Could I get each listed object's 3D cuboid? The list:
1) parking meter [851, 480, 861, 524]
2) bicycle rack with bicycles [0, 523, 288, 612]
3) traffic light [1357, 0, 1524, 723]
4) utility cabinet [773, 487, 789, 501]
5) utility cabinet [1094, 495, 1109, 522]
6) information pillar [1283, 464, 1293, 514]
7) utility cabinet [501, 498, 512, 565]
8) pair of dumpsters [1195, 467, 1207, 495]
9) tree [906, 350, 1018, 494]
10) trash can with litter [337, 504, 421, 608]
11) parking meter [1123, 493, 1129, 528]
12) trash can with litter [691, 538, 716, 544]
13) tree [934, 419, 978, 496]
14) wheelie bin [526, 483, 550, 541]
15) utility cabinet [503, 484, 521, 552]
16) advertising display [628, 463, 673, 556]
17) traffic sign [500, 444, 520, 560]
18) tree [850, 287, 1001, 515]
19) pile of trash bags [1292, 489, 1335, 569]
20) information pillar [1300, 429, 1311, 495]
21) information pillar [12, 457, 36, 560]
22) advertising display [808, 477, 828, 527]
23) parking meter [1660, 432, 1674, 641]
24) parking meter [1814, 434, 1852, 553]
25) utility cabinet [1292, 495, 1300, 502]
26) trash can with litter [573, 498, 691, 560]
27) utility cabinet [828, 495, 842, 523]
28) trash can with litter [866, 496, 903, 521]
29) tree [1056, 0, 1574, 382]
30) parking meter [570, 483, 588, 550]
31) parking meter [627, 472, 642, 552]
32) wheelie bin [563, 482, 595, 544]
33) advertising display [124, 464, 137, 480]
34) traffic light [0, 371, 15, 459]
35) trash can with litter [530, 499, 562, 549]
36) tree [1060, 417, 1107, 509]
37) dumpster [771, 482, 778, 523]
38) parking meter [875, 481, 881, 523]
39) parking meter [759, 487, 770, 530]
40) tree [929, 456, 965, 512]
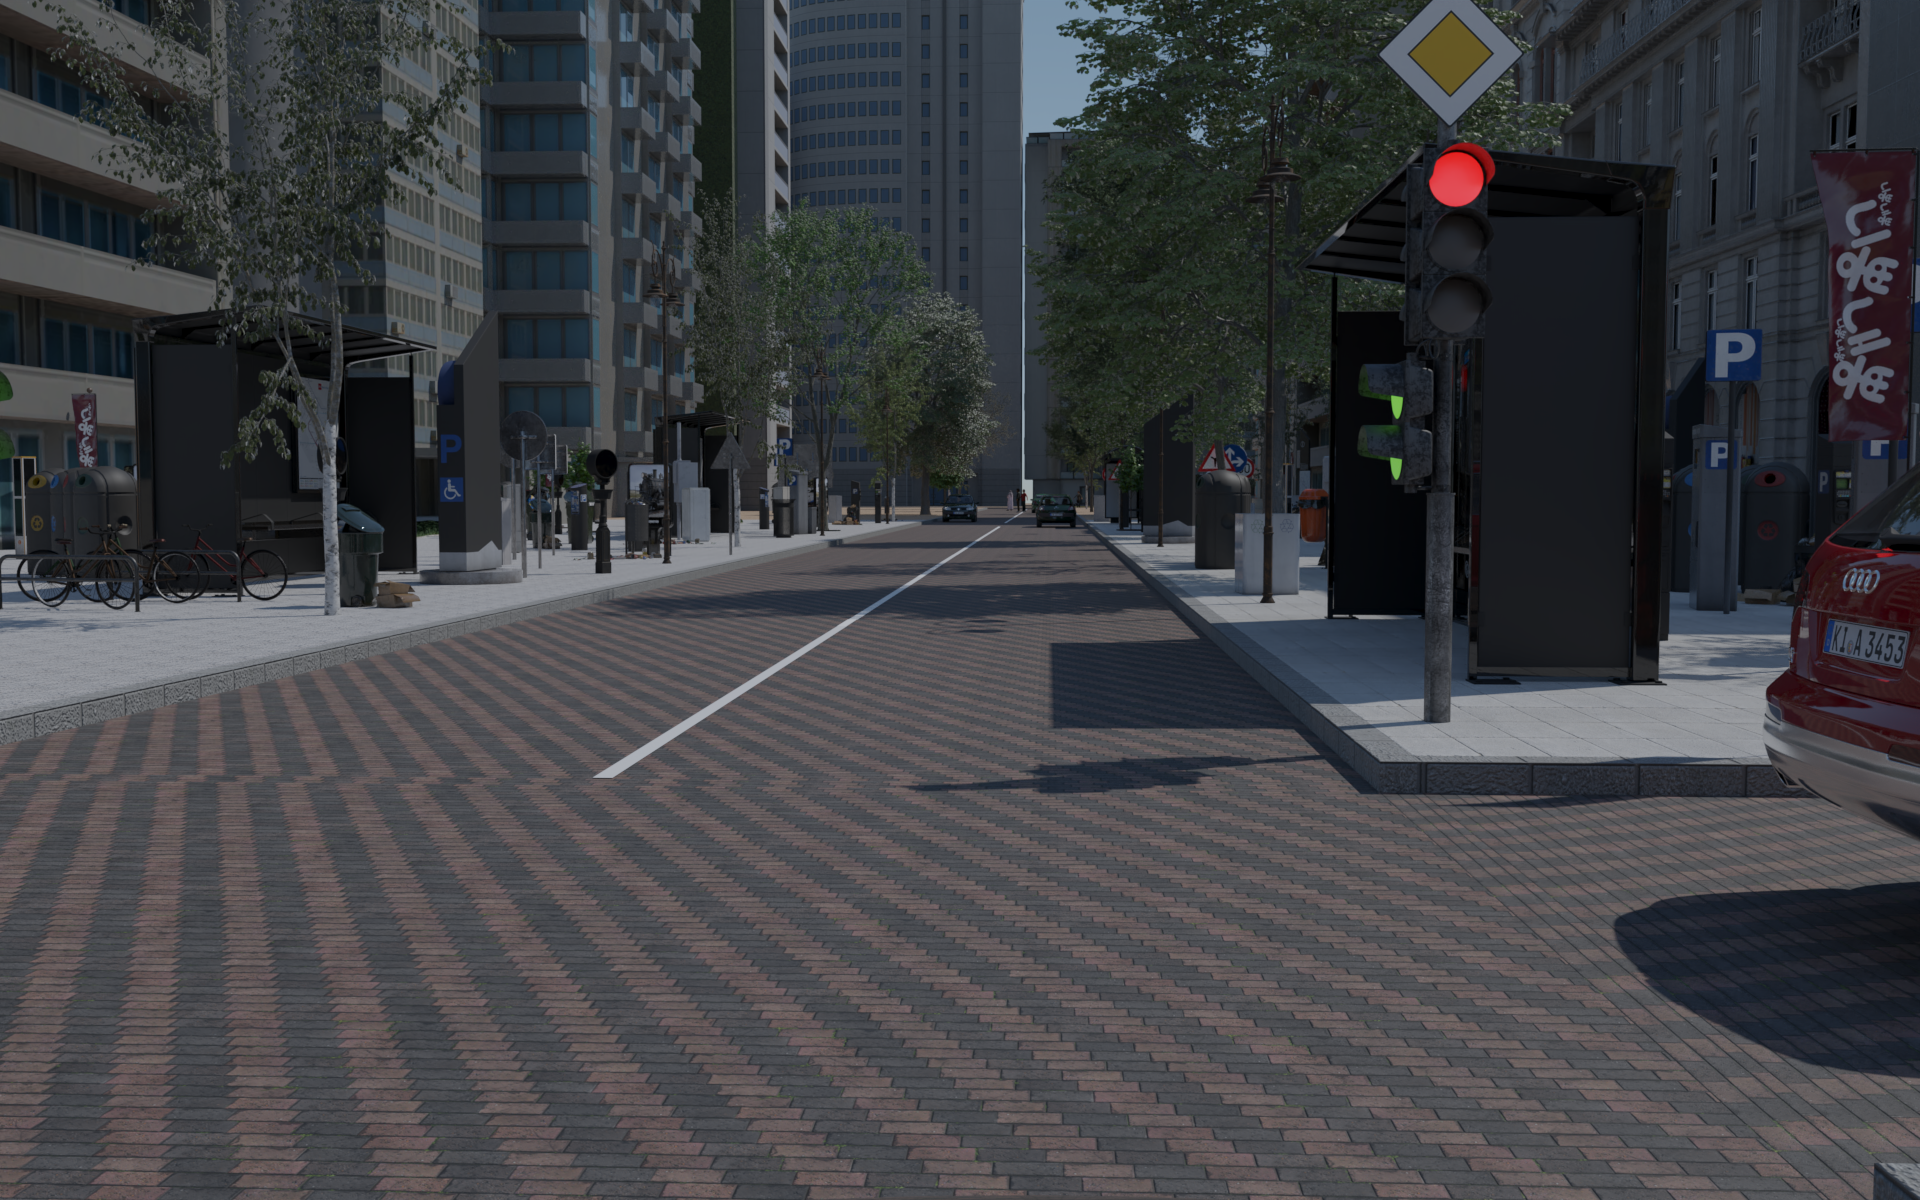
[{"bbox_3d":[-4.399,-4.131,73.259,0.399,1.863,0.255,0,4,6],"label":"parking meter"},{"bbox_3d":[-9.732,-0.407,20.034,2.925,0.926,2.852,1,4,14],"label":"bicycle rack with bicycles"},{"bbox_3d":[2.673,-1.268,9.658,0.839,4.253,0.868,0,4,3],"label":"traffic light"},{"bbox_3d":[-5.403,-2.669,52.316,0.318,1.500,1.173,0,4,4],"label":"utility cabinet"},{"bbox_3d":[6.689,-4.211,80.009,1.020,1.237,0.306,2,4,35],"label":"utility cabinet"},{"bbox_3d":[7.827,-2.286,41.872,0.304,2.012,0.304,3,4,38],"label":"information pillar"},{"bbox_3d":[-8.660,-1.246,31.526,1.020,1.237,0.306,2,4,23],"label":"utility cabinet"},{"bbox_3d":[8.633,-3.746,63.744,1.574,2.255,4.437,0,4,3],"label":"pair of dumpsters"},{"bbox_3d":[0.026,-14.474,147.022,12.009,13.543,11.850,0,3,0],"label":"tree"},{"bbox_3d":[-6.655,-0.511,19.744,1.055,1.170,0.624,1,4,18],"label":"trash can with litter"},{"bbox_3d":[6.349,-3.715,66.449,0.255,1.863,0.399,1,4,9],"label":"parking meter"},{"bbox_3d":[-7.397,-2.038,44.381,2.233,1.210,1.678,0,4,4],"label":"trash can with litter"},{"bbox_3d":[-0.662,-11.057,131.138,4.360,8.622,3.978,0,3,0],"label":"tree"},{"bbox_3d":[-11.734,-2.458,48.094,0.693,1.594,0.980,-1,4,-13],"label":"wheelie bin"},{"bbox_3d":[-9.866,-1.801,38.127,0.318,1.500,1.173,-1,4,-18],"label":"utility cabinet"},{"bbox_3d":[-6.427,-1.883,35.999,0.974,1.923,0.123,1,4,16],"label":"advertising display"},{"bbox_3d":[-8.699,-2.057,33.739,0.768,2.556,0.104,1,4,9],"label":"traffic sign"},{"bbox_3d":[-2.100,-12.277,107.382,9.857,13.997,8.962,0,3,0],"label":"tree"},{"bbox_3d":[7.186,-1.287,30.796,3.447,1.369,1.912,-3,5,-41],"label":"pile of trash bags"},{"bbox_3d":[12.320,-4.316,61.918,0.183,3.616,0.504,-2,4,-29],"label":"information pillar"},{"bbox_3d":[-18.365,-1.807,34.037,0.304,2.012,0.304,2,4,28],"label":"information pillar"},{"bbox_3d":[-5.693,-3.785,67.106,0.974,1.923,0.123,0,4,1],"label":"advertising display"},{"bbox_3d":[6.077,-0.582,15.233,0.255,1.863,0.399,0,4,5],"label":"parking meter"},{"bbox_3d":[8.466,-0.674,16.736,0.255,1.863,0.399,0,4,1],"label":"parking meter"},{"bbox_3d":[15.236,-4.106,78.294,1.020,1.237,0.306,0,4,1],"label":"utility cabinet"},{"bbox_3d":[-6.809,-1.427,34.397,2.233,1.210,1.678,-3,5,-43],"label":"trash can with litter"},{"bbox_3d":[-5.553,-4.036,77.151,0.306,1.237,1.020,-2,4,-23],"label":"utility cabinet"},{"bbox_3d":[-3.518,-4.343,82.063,1.678,1.210,2.233,-1,4,-9],"label":"trash can with litter"},{"bbox_3d":[5.123,-6.579,25.688,7.486,12.596,7.792,0,3,0],"label":"tree"},{"bbox_3d":[-8.705,-1.907,39.584,0.372,1.533,0.369,0,3,0],"label":"parking meter"},{"bbox_3d":[-7.220,-2.007,38.520,0.255,1.863,0.399,-2,4,-35],"label":"parking meter"},{"bbox_3d":[-9.848,-2.255,44.776,0.693,1.594,0.980,0,4,2],"label":"wheelie bin"},{"bbox_3d":[-18.484,-2.062,38.926,0.974,1.923,0.123,3,5,39],"label":"advertising display"},{"bbox_3d":[-6.027,-1.295,10.097,0.839,4.253,0.868,0,4,3],"label":"traffic light"},{"bbox_3d":[-9.668,-1.793,40.696,0.624,1.170,1.055,-3,5,-41],"label":"trash can with litter"},{"bbox_3d":[10.633,-11.998,146.524,4.737,8.622,4.395,0,3,0],"label":"tree"},{"bbox_3d":[-7.595,-4.300,76.068,1.264,1.857,1.865,0,4,3],"label":"dumpster"},{"bbox_3d":[-3.593,-4.295,75.941,0.255,1.863,0.399,0,4,3],"label":"parking meter"},{"bbox_3d":[-7.079,-3.316,62.633,0.372,1.533,0.369,0,3,0],"label":"parking meter"},{"bbox_3d":[-1.116,-8.645,125.063,4.285,4.588,4.351,0,3,0],"label":"tree"}]
